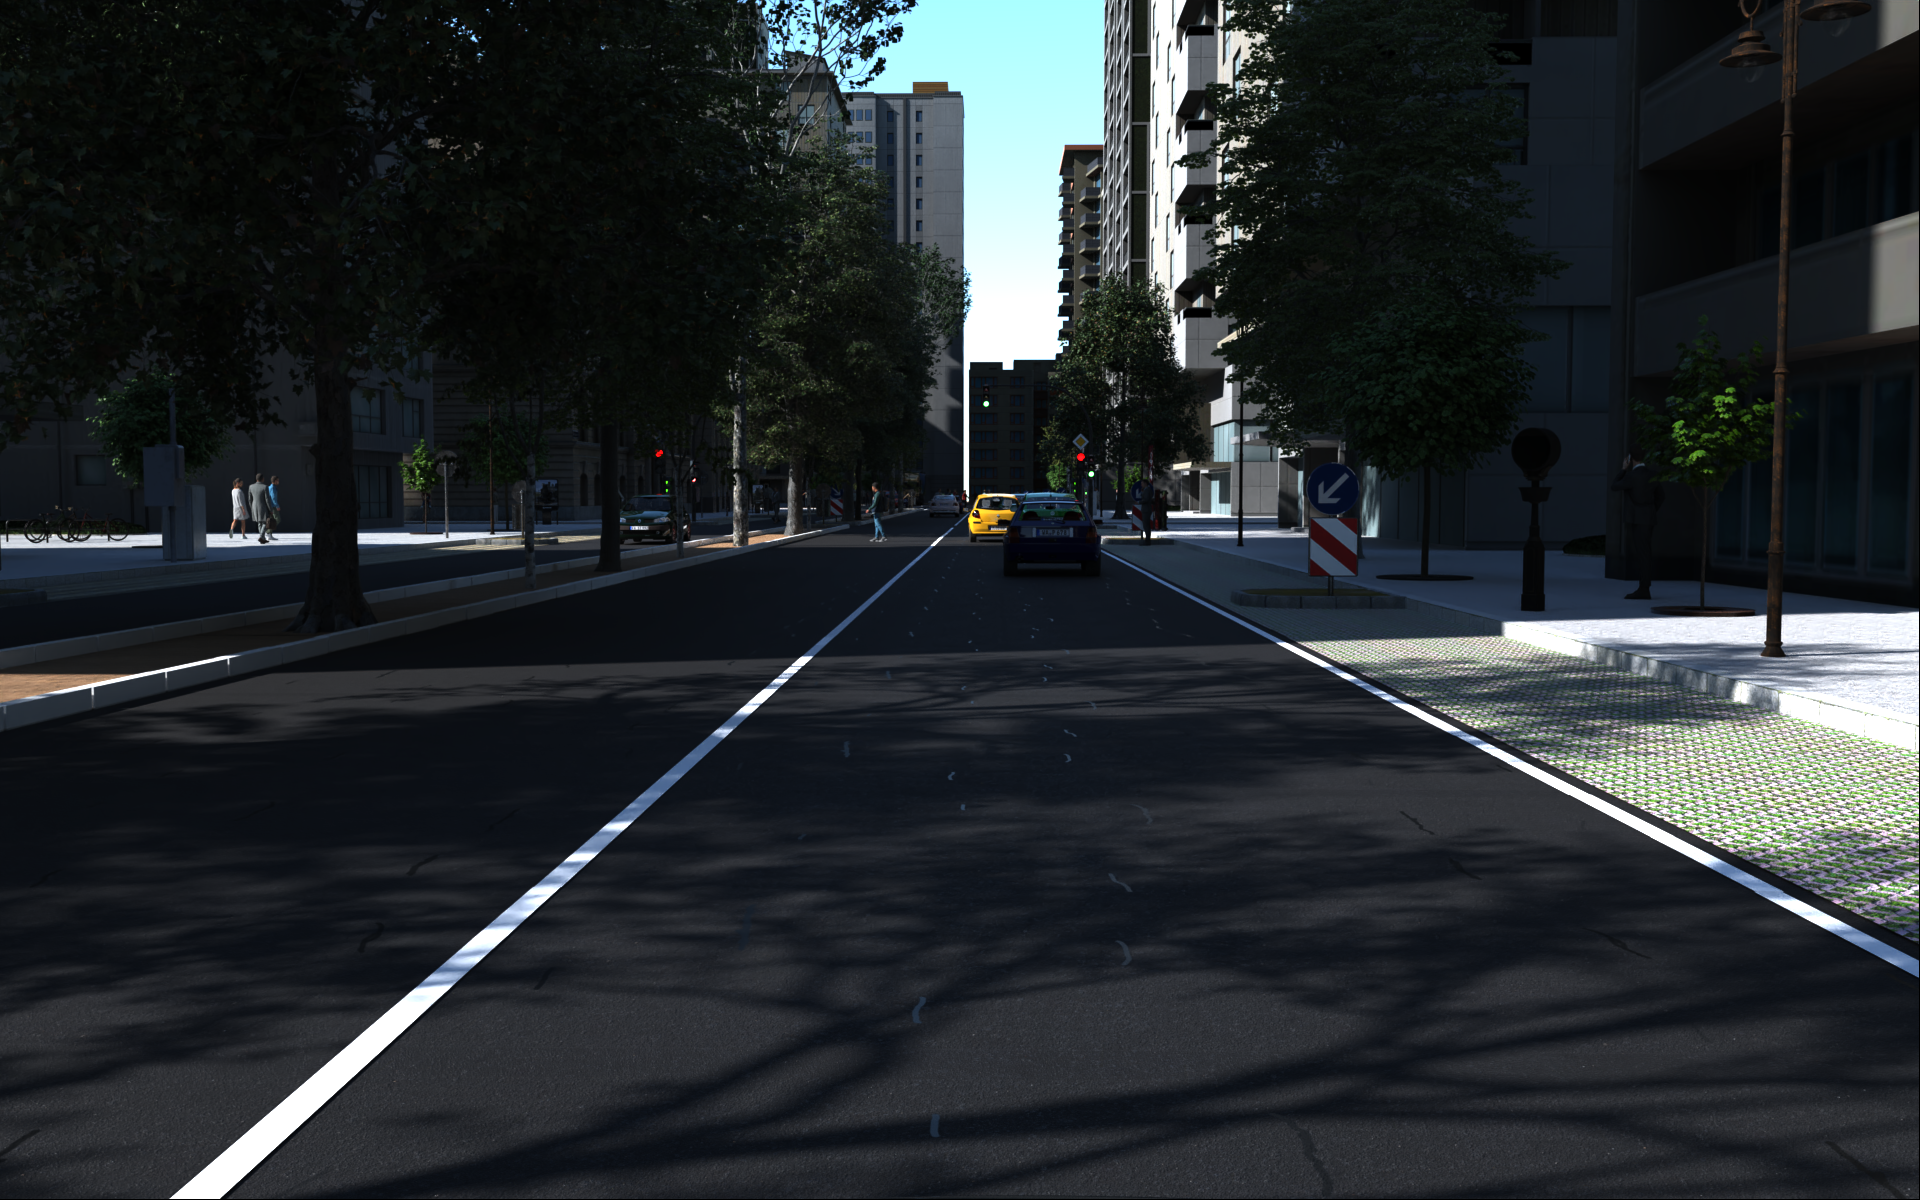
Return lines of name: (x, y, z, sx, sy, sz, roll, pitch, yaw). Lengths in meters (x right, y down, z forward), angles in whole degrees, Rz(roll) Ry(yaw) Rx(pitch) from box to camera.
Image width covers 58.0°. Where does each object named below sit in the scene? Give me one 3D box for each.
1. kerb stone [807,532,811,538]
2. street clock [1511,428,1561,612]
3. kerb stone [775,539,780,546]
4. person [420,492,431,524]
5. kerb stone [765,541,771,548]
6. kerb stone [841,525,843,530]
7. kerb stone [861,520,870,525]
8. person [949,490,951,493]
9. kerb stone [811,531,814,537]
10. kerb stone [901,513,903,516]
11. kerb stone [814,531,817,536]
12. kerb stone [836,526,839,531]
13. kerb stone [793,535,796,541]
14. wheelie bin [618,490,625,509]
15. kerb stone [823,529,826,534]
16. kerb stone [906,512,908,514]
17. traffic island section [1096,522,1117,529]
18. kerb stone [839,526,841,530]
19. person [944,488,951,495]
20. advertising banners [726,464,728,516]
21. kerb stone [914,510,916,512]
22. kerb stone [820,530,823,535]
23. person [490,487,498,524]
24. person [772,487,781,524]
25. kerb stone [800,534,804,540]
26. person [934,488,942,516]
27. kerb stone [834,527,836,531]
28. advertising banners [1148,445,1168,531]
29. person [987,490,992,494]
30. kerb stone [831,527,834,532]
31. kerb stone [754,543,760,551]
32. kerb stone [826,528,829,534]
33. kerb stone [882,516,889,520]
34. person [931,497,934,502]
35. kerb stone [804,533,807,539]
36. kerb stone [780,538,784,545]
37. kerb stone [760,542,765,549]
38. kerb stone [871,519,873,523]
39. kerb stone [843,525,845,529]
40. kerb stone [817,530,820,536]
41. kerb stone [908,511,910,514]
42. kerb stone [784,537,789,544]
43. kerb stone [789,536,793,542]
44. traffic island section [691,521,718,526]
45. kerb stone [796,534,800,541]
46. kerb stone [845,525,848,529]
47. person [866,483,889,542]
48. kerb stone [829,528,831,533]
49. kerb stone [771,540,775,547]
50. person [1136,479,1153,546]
kerb stone: (-5.029, -2.072, 56.071, 0.120, 0.150, 1.000, 0, 4, 1)
street clock: (6.296, -0.881, 18.974, 0.358, 2.002, 0.471, -3, 5, -44)
kerb stone: (-5.171, -1.568, 47.880, 0.120, 0.150, 1.000, 0, 4, 1)
person: (-24.185, -4.280, 78.454, 0.573, 1.828, 0.580, -3, 5, -44)
kerb stone: (-5.205, -1.444, 45.824, 0.120, 0.150, 1.000, 0, 4, 1)
kerb stone: (-4.811, -2.824, 68.360, 0.120, 0.150, 1.000, 0, 4, 1)
kerb stone: (-4.550, -3.736, 83.282, 0.120, 0.150, 1.000, 0, 4, 1)
person: (-0.825, -7.698, 134.712, 0.694, 1.780, 0.624, -2, 4, -27)
kerb stone: (-5.011, -2.131, 57.093, 0.120, 0.150, 1.000, 0, 4, 1)
kerb stone: (-4.005, -5.617, 114.040, 0.120, 0.150, 1.000, 0, 4, 1)
kerb stone: (-4.991, -2.196, 58.115, 0.120, 0.150, 1.000, 0, 4, 1)
kerb stone: (-4.844, -2.698, 66.313, 0.120, 0.150, 1.000, 0, 4, 1)
kerb stone: (-5.101, -1.822, 51.977, 0.120, 0.150, 1.000, 0, 4, 1)
wheelie bin: (-14.291, -3.903, 71.727, 0.693, 1.594, 0.980, 0, 4, -1)
kerb stone: (-4.927, -2.384, 61.188, 0.120, 0.150, 1.000, 0, 4, 1)
kerb stone: (-3.893, -5.993, 120.184, 0.120, 0.150, 1.000, 0, 4, 1)
traffic island section: (5.439, -3.042, 72.020, 2.009, 0.180, 2.903, 0, 4, 1)
kerb stone: (-4.824, -2.761, 67.338, 0.120, 0.150, 1.000, 0, 4, 1)
person: (-0.848, -6.616, 116.653, 0.713, 1.824, 0.794, -3, 5, -44)
advertising banners: (-13.499, -6.377, 100.452, 0.090, 3.025, 2.074, 0, 4, -5)
kerb stone: (-3.673, -6.748, 132.518, 0.120, 0.150, 1.000, 0, 4, 1)
kerb stone: (-4.955, -2.322, 60.166, 0.120, 0.150, 1.000, 0, 4, 1)
person: (-20.523, -4.111, 76.257, 0.362, 1.759, 0.519, 0, 4, 2)
person: (-8.964, -4.592, 83.856, 0.520, 1.790, 0.573, 3, 5, 40)
kerb stone: (-5.065, -1.943, 54.021, 0.120, 0.150, 1.000, 0, 4, 1)
person: (-1.382, -6.330, 112.089, 0.635, 1.810, 0.391, -3, 5, -45)
kerb stone: (-4.864, -2.635, 65.289, 0.120, 0.150, 1.000, 0, 4, 1)
advertising banners: (6.927, -3.944, 60.674, 0.090, 3.025, 2.074, -1, 4, -12)
person: (2.103, -7.298, 128.303, 0.782, 1.767, 0.515, 1, 4, 10)
kerb stone: (-4.878, -2.573, 64.267, 0.120, 0.150, 1.000, 0, 4, 1)
kerb stone: (-5.248, -1.319, 43.764, 0.120, 0.150, 1.000, 0, 4, 1)
kerb stone: (-4.919, -2.441, 62.217, 0.120, 0.150, 1.000, 0, 4, 1)
kerb stone: (-4.270, -4.677, 98.668, 0.120, 0.150, 1.000, 0, 4, 1)
person: (-2.290, -8.248, 148.370, 0.505, 1.210, 0.382, -1, 4, -9)
kerb stone: (-5.047, -2.009, 55.042, 0.120, 0.150, 1.000, 0, 4, 1)
kerb stone: (-5.150, -1.633, 48.905, 0.120, 0.150, 1.000, 0, 4, 1)
kerb stone: (-5.229, -1.382, 44.796, 0.120, 0.150, 1.000, 0, 4, 1)
kerb stone: (-4.508, -3.858, 85.334, 0.120, 0.150, 1.000, 0, 4, 1)
kerb stone: (-4.796, -2.886, 69.382, 0.120, 0.150, 1.000, 0, 4, 1)
kerb stone: (-4.971, -2.260, 59.144, 0.120, 0.150, 1.000, 0, 4, 1)
kerb stone: (-3.839, -6.182, 123.270, 0.120, 0.150, 1.000, 0, 4, 1)
kerb stone: (-5.130, -1.694, 49.932, 0.120, 0.150, 1.000, 0, 4, 1)
kerb stone: (-5.113, -1.759, 50.955, 0.120, 0.150, 1.000, 0, 4, 1)
traffic island section: (-12.359, -3.550, 80.325, 2.009, 0.180, 2.903, 0, 4, 1)
kerb stone: (-5.081, -1.884, 52.999, 0.120, 0.150, 1.000, 0, 4, 1)
kerb stone: (-4.770, -2.941, 70.409, 0.120, 0.150, 1.000, 0, 4, 1)
person: (-2.490, -2.659, 52.327, 0.721, 1.781, 0.623, 0, 4, -4)
kerb stone: (-4.902, -2.511, 63.245, 0.120, 0.150, 1.000, 0, 4, 1)
kerb stone: (-5.188, -1.505, 46.846, 0.120, 0.150, 1.000, 0, 4, 1)
person: (5.100, -2.426, 47.976, 0.447, 1.846, 0.655, 1, 4, 14)
